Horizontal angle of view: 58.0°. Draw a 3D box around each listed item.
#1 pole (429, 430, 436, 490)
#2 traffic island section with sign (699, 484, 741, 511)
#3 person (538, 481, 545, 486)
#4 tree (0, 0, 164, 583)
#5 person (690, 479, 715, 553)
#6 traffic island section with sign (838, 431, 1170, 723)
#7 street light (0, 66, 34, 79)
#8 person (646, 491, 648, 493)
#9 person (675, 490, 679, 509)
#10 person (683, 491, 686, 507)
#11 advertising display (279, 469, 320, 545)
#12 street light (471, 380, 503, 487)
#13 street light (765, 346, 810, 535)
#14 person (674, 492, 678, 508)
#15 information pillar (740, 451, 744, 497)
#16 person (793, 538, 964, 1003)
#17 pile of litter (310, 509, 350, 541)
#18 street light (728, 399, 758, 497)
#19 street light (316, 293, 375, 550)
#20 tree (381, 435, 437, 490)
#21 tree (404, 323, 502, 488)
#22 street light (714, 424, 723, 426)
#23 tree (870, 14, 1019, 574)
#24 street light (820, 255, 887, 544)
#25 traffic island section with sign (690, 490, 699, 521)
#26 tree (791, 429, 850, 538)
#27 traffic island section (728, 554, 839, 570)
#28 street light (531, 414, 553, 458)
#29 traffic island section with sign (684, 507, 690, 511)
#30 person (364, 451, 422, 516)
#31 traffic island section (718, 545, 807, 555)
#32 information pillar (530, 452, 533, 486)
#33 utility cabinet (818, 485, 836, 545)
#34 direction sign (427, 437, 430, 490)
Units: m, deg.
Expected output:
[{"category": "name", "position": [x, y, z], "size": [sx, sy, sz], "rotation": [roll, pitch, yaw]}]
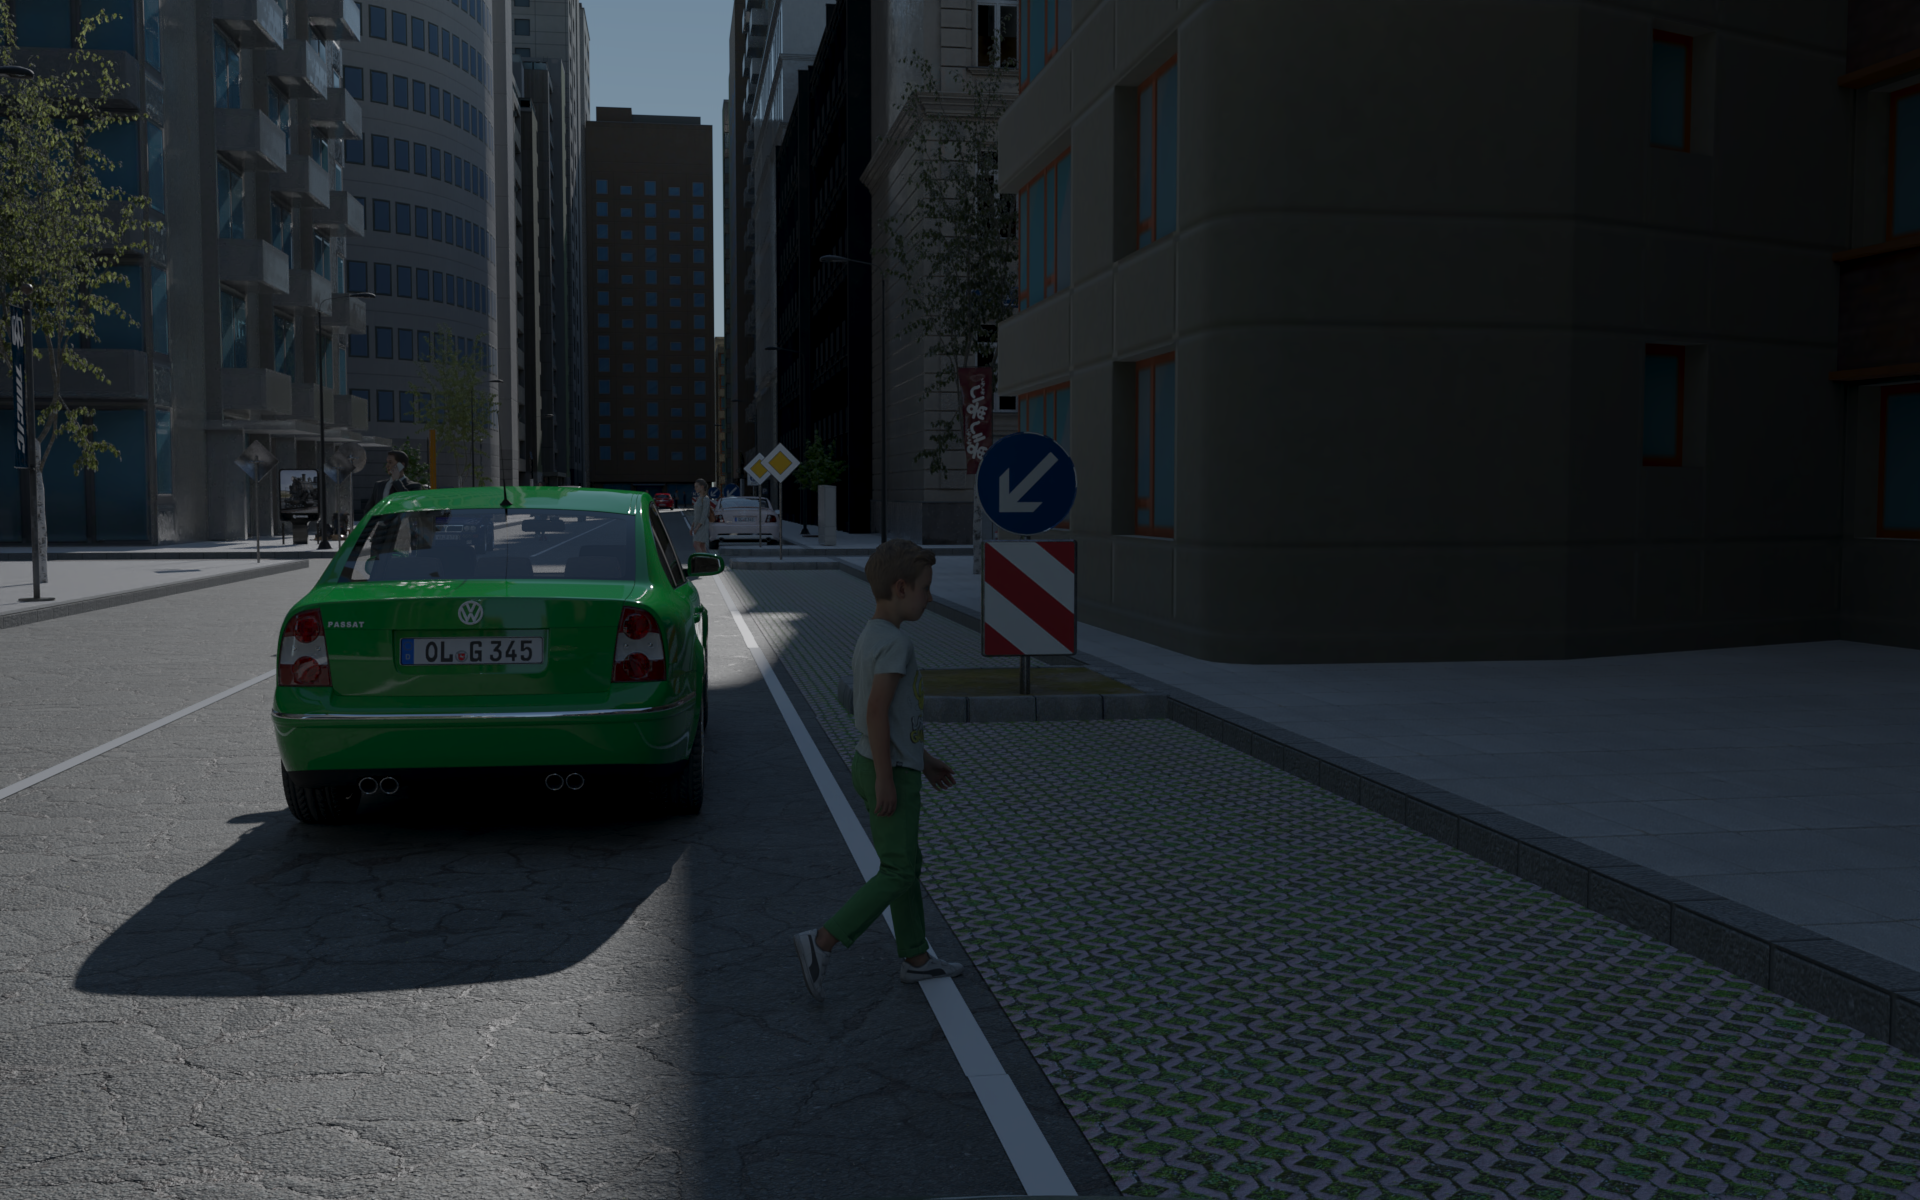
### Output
[{"category": "pole", "position": [-16.698, -3.734, 54.896], "size": [0.158, 3.312, 0.155], "rotation": [0, 3, 0]}, {"category": "traffic island section with sign", "position": [-8.870, -3.531, 66.358], "size": [1.989, 1.847, 2.006], "rotation": [-1, 4, -9]}, {"category": "person", "position": [-12.903, -2.743, 53.353], "size": [0.555, 1.821, 0.388], "rotation": [0, 4, -4]}, {"category": "tree", "position": [-13.266, -4.533, 24.474], "size": [4.360, 8.622, 3.978], "rotation": [0, 3, 0]}, {"category": "person", "position": [-4.631, -1.317, 31.029], "size": [0.522, 1.701, 0.512], "rotation": [-2, 4, -30]}, {"category": "traffic island section with sign", "position": [0.199, -0.191, 11.755], "size": [1.989, 1.847, 2.006], "rotation": [-1, 4, -9]}, {"category": "street light", "position": [-10.757, -2.834, 18.880], "size": [1.470, 5.913, 1.316], "rotation": [-1, 4, -9]}, {"category": "person", "position": [-26.096, -8.245, 144.244], "size": [0.436, 1.711, 0.756], "rotation": [0, 4, 7]}, {"category": "person", "position": [-27.074, -9.610, 165.605], "size": [0.705, 1.826, 1.348], "rotation": [0, 4, -1]}, {"category": "person", "position": [-28.016, -10.201, 176.210], "size": [0.530, 1.710, 0.541], "rotation": [1, 4, 18]}, {"category": "advertising display", "position": [-16.797, -2.377, 44.071], "size": [0.974, 1.923, 0.123], "rotation": [0, 4, -7]}, {"category": "street light", "position": [-19.239, -5.984, 70.376], "size": [1.470, 5.913, 1.316], "rotation": [-1, 4, -9]}, {"category": "street light", "position": [-5.453, -5.026, 54.722], "size": [1.470, 5.913, 1.316], "rotation": [-1, 4, -9]}, {"category": "person", "position": [-29.042, -10.258, 177.136], "size": [0.541, 1.710, 0.530], "rotation": [-2, 4, -27]}, {"category": "information pillar", "position": [-11.933, -6.332, 94.875], "size": [0.183, 3.616, 0.504], "rotation": [1, 4, 10]}, {"category": "person", "position": [-0.233, 0.476, 4.973], "size": [0.590, 1.304, 0.306], "rotation": [-2, 4, -34]}, {"category": "pile of litter", "position": [-17.107, -2.084, 48.032], "size": [1.719, 0.858, 1.176], "rotation": [-1, 4, -11]}, {"category": "street light", "position": [-10.543, -6.893, 85.247], "size": [1.470, 5.913, 1.316], "rotation": [-1, 4, -9]}, {"category": "street light", "position": [-14.191, -4.129, 40.050], "size": [1.470, 5.913, 1.316], "rotation": [-1, 4, -9]}, {"category": "tree", "position": [-18.038, -3.814, 56.958], "size": [1.663, 3.219, 1.824], "rotation": [0, 3, 0]}, {"category": "tree", "position": [-21.440, -7.558, 73.929], "size": [4.737, 8.622, 4.395], "rotation": [0, 3, 0]}, {"category": "street light", "position": [-15.678, -8.736, 115.367], "size": [1.470, 5.913, 1.316], "rotation": [-1, 4, -9]}, {"category": "tree", "position": [0.414, -4.731, 27.711], "size": [4.360, 8.622, 3.978], "rotation": [0, 3, 0]}, {"category": "street light", "position": [-2.033, -3.757, 33.964], "size": [1.470, 5.913, 1.316], "rotation": [-1, 4, -9]}, {"category": "traffic island section with sign", "position": [-13.339, -5.169, 93.141], "size": [1.989, 1.847, 2.006], "rotation": [-1, 4, -9]}, {"category": "tree", "position": [-4.330, -3.482, 51.529], "size": [1.663, 3.219, 1.824], "rotation": [0, 3, 0]}, {"category": "traffic island section", "position": [-3.477, -0.708, 33.851], "size": [2.009, 0.180, 2.903], "rotation": [-1, 4, -9]}, {"category": "street light", "position": [-24.404, -7.861, 101.072], "size": [1.470, 5.913, 1.316], "rotation": [-1, 4, -9]}, {"category": "traffic island section with sign", "position": [-21.527, -8.182, 142.399], "size": [1.989, 1.847, 2.006], "rotation": [-1, 4, -9]}, {"category": "person", "position": [-6.175, -0.668, 18.786], "size": [0.648, 1.900, 0.474], "rotation": [0, 4, -8]}, {"category": "traffic island section", "position": [-4.787, -1.189, 41.728], "size": [2.009, 0.180, 2.903], "rotation": [-1, 4, -9]}, {"category": "information pillar", "position": [-23.690, -6.387, 95.775], "size": [0.183, 3.616, 0.504], "rotation": [-2, 4, -24]}, {"category": "utility cabinet", "position": [-3.314, -2.120, 43.336], "size": [0.318, 1.500, 1.173], "rotation": [-1, 4, -12]}, {"category": "direction sign", "position": [-21.288, -4.732, 69.372], "size": [0.379, 3.537, 0.876], "rotation": [-1, 4, -16]}]
